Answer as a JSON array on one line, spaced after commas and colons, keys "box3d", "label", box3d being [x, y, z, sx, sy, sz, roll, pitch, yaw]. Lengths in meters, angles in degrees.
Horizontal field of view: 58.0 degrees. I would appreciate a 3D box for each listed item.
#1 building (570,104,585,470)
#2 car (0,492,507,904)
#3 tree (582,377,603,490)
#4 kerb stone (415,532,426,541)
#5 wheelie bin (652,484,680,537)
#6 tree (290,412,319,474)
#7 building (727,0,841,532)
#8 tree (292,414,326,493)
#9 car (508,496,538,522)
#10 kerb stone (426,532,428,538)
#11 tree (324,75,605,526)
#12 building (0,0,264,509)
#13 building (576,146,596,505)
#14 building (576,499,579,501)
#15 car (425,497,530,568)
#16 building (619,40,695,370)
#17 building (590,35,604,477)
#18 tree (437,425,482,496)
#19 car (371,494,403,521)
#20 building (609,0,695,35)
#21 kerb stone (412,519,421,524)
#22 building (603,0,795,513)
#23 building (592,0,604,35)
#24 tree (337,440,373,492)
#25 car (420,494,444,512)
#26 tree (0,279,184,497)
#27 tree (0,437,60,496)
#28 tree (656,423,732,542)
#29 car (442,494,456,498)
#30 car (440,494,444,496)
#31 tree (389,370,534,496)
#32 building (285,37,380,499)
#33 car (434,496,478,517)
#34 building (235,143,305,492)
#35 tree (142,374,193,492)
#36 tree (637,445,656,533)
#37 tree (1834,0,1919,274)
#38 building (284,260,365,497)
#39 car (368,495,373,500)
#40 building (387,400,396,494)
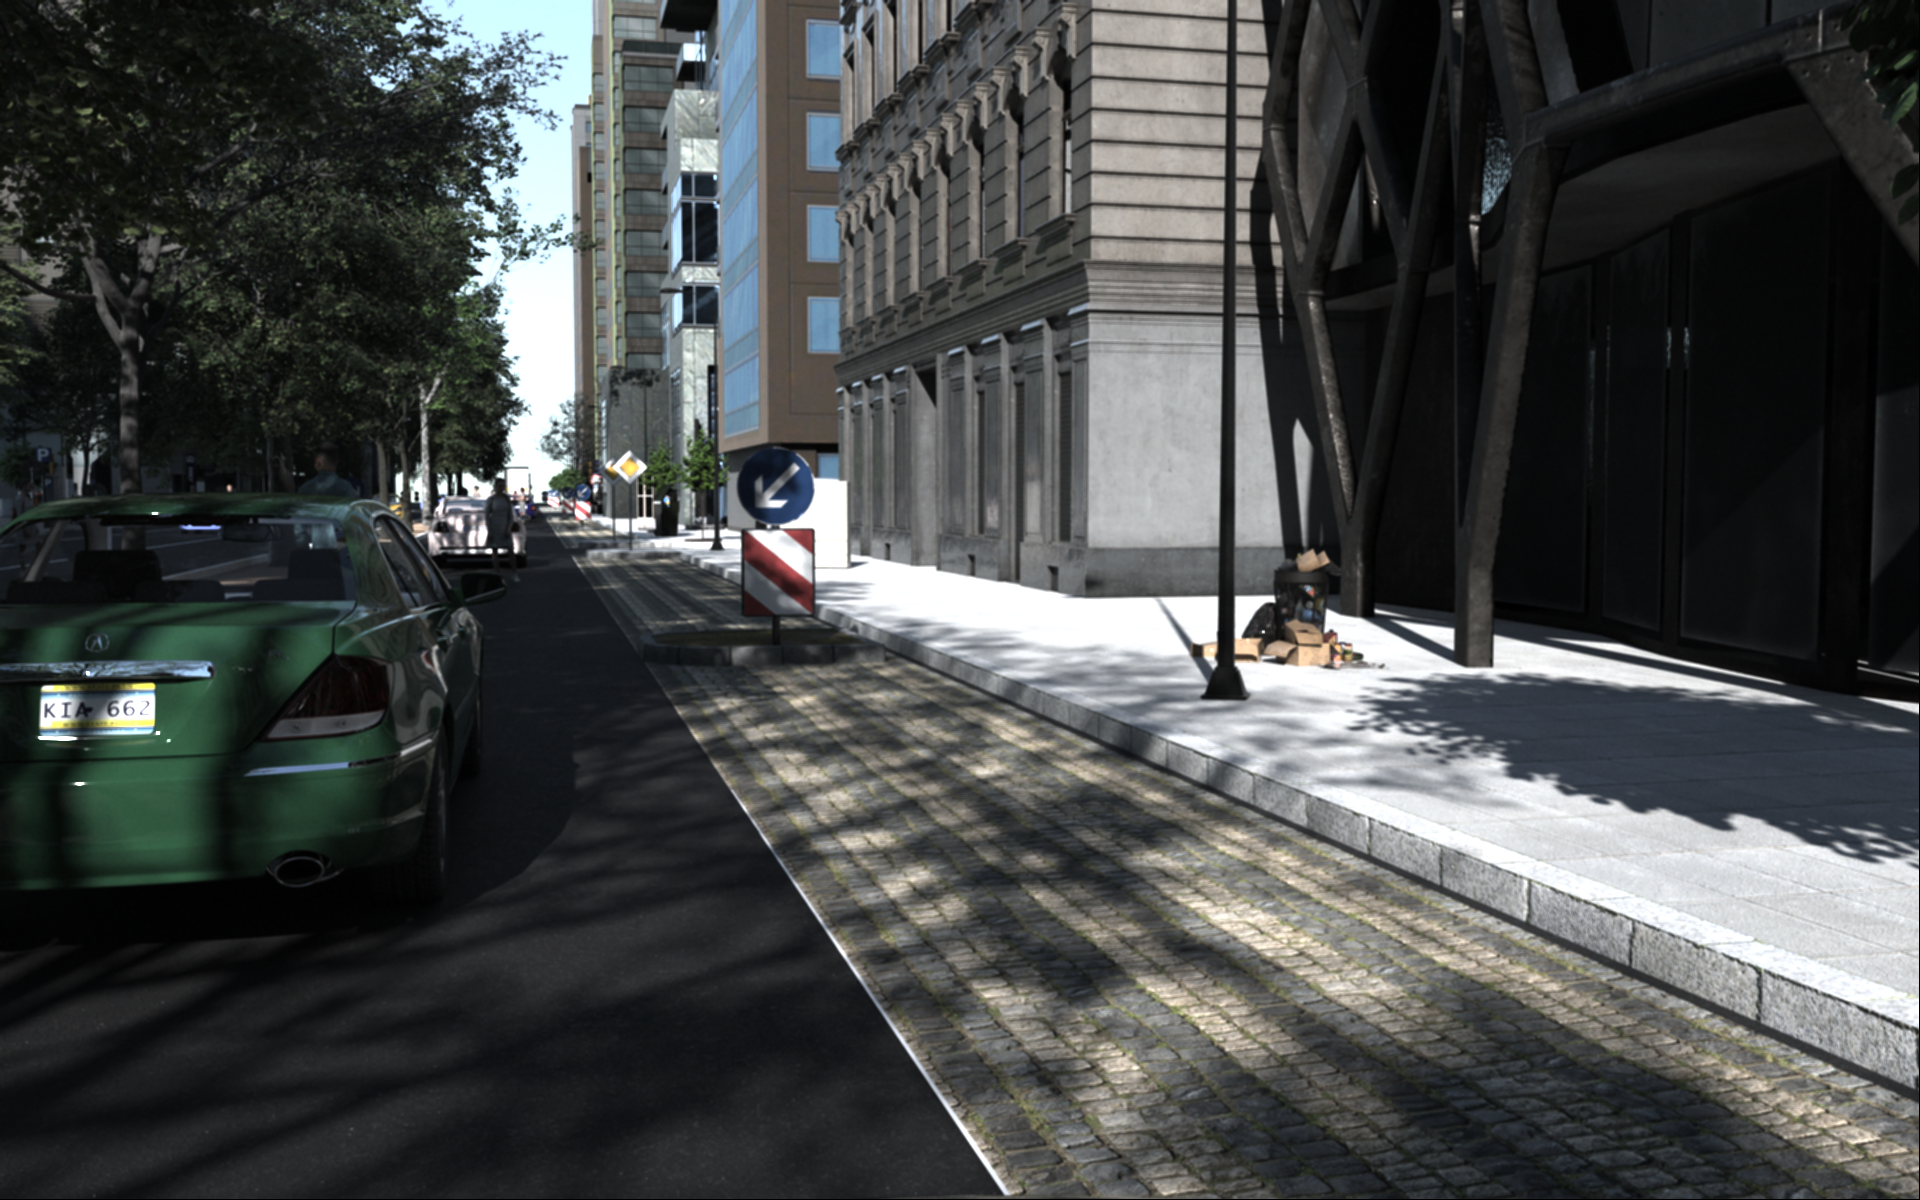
[{"box3d": [-48.189, -44.151, 263.875, 21.231, 58.520, 28.212, -1, 4, -14], "label": "building"}, {"box3d": [-3.016, 0.276, 7.278, 2.131, 1.459, 4.920, -1, 4, -13], "label": "car"}, {"box3d": [-20.531, -9.322, 102.784, 4.360, 8.622, 3.978, 0, 3, 0], "label": "tree"}, {"box3d": [-16.991, -1.976, 54.506, 0.120, 0.150, 1.000, -1, 4, -14], "label": "kerb stone"}, {"box3d": [-9.170, -2.819, 53.994, 0.693, 1.594, 0.980, 0, 4, -5], "label": "wheelie bin"}, {"box3d": [-50.622, -11.035, 130.780, 4.360, 8.622, 3.978, 0, 3, 0], "label": "tree"}, {"box3d": [-0.063, -24.763, 54.983, 14.200, 45.320, 14.600, -1, 4, -14], "label": "building"}, {"box3d": [-51.607, -11.328, 135.571, 4.737, 8.622, 4.395, 0, 3, 0], "label": "tree"}, {"box3d": [-22.883, -4.724, 89.814, 1.945, 1.354, 3.894, -1, 4, -16], "label": "car"}, {"box3d": [-17.236, -2.037, 55.498, 0.120, 0.150, 1.000, -1, 4, -14], "label": "kerb stone"}, {"box3d": [-22.551, -13.350, 76.612, 12.611, 20.169, 13.585, 0, 3, 0], "label": "tree"}, {"box3d": [-66.596, -32.699, 123.874, 28.713, 52.752, 27.495, -1, 4, -14], "label": "building"}, {"box3d": [-41.046, -34.813, 219.306, 14.600, 45.320, 14.200, -1, 4, -14], "label": "building"}, {"box3d": [-36.913, -33.534, 240.163, 32.217, 40.220, 23.993, -1, 4, -14], "label": "building"}, {"box3d": [-9.718, -1.379, 34.917, 2.083, 1.381, 4.827, -1, 4, -15], "label": "car"}, {"box3d": [-15.576, -21.033, 115.586, 14.160, 30.474, 14.107, -1, 4, -14], "label": "building"}, {"box3d": [-26.705, -29.120, 159.712, 14.154, 41.232, 14.086, -1, 4, -14], "label": "building"}, {"box3d": [-31.136, -9.377, 106.135, 4.737, 8.622, 4.395, 0, 3, 0], "label": "tree"}, {"box3d": [-27.370, -4.426, 82.588, 2.015, 1.641, 3.980, -1, 4, -16], "label": "car"}, {"box3d": [-19.501, -27.435, 132.161, 14.154, 41.232, 14.086, -1, 4, -14], "label": "building"}, {"box3d": [-26.935, -3.887, 85.833, 0.120, 0.150, 1.000, -1, 4, -14], "label": "kerb stone"}, {"box3d": [-22.562, -30.334, 146.068, 14.600, 45.320, 14.200, -1, 4, -14], "label": "building"}, {"box3d": [-27.449, -39.079, 180.947, 21.231, 58.520, 28.212, -1, 4, -14], "label": "building"}, {"box3d": [-62.890, -14.047, 180.023, 4.360, 8.622, 3.978, 0, 3, 0], "label": "tree"}, {"box3d": [-42.918, -8.035, 140.957, 1.945, 1.707, 3.694, -1, 4, -13], "label": "car"}, {"box3d": [-36.454, -8.437, 72.353, 7.601, 10.594, 8.767, 0, 4, -6], "label": "tree"}, {"box3d": [-53.666, -7.087, 99.590, 4.285, 4.588, 4.351, 0, 3, 0], "label": "tree"}, {"box3d": [-7.108, -3.204, 46.987, 1.663, 3.219, 1.824, 0, 3, 0], "label": "tree"}, {"box3d": [-46.741, -8.976, 158.755, 2.014, 1.417, 4.499, -1, 4, -14], "label": "car"}, {"box3d": [-71.971, -14.055, 239.387, 1.945, 1.707, 3.694, -1, 4, -15], "label": "car"}, {"box3d": [-33.039, -11.906, 114.125, 9.611, 12.733, 9.660, 0, 3, 0], "label": "tree"}, {"box3d": [-86.882, -41.558, 221.475, 21.231, 58.520, 28.212, -1, 4, -14], "label": "building"}, {"box3d": [-16.951, -2.870, 59.289, 2.083, 1.381, 4.827, -1, 4, -12], "label": "car"}, {"box3d": [-71.871, -32.592, 152.479, 23.786, 49.044, 30.456, -1, 4, -14], "label": "building"}, {"box3d": [-46.317, -9.210, 100.946, 4.737, 8.622, 4.395, 0, 3, 0], "label": "tree"}, {"box3d": [-10.129, -3.883, 58.089, 1.663, 3.219, 1.824, 0, 3, 0], "label": "tree"}, {"box3d": [3.383, -1.224, 3.723, 4.285, 4.588, 4.351, 0, 3, 0], "label": "tree"}, {"box3d": [-77.957, -26.366, 202.781, 14.160, 30.474, 14.107, -1, 4, -14], "label": "building"}, {"box3d": [-45.897, -7.575, 136.437, 1.945, 1.354, 3.894, -1, 4, -14], "label": "car"}, {"box3d": [-93.680, -43.245, 249.062, 21.231, 58.520, 28.212, -1, 4, -14], "label": "building"}]
